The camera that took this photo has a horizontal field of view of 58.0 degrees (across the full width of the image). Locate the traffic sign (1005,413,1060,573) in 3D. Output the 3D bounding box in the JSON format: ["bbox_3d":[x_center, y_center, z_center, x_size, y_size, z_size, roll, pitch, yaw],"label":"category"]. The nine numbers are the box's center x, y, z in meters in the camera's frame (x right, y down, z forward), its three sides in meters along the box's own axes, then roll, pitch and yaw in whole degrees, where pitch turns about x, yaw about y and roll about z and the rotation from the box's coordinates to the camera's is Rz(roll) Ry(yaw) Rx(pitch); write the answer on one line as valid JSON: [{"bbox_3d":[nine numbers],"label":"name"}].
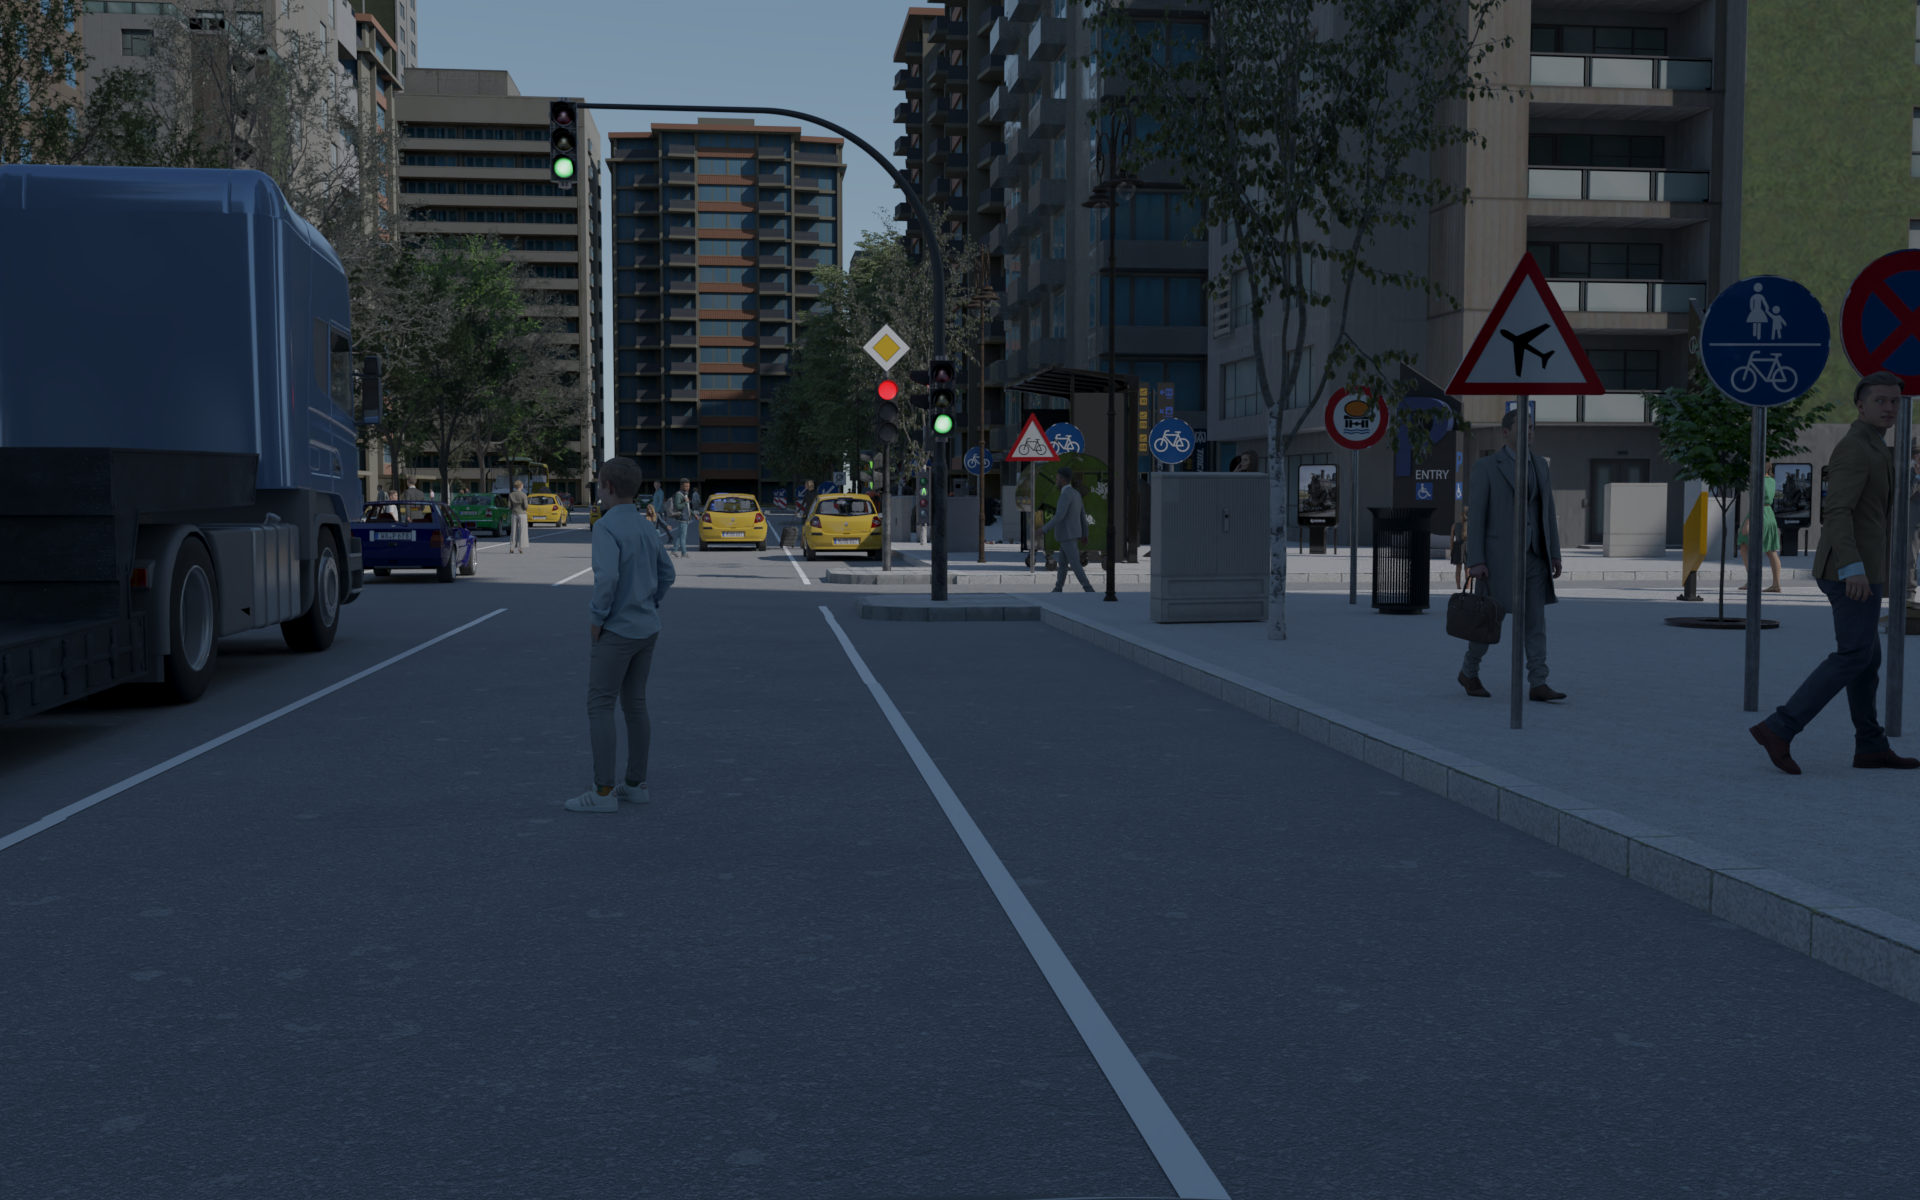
[{"bbox_3d":[1.172,-1.712,27.997,0.884,2.594,0.081,0,4,3],"label":"traffic sign"}]

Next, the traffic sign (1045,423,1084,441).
[{"bbox_3d":[1.838,-1.890,31.008,0.768,2.556,0.104,0,4,0],"label":"traffic sign"}]

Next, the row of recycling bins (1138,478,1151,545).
[{"bbox_3d":[4.830,-2.287,44.508,3.534,1.692,1.069,-3,5,-39],"label":"row of recycling bins"}]

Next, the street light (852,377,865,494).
[{"bbox_3d":[-3.976,-5.795,67.544,0.468,5.910,1.993,0,4,-7],"label":"street light"}]

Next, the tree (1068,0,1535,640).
[{"bbox_3d":[2.762,-3.940,14.783,4.360,8.622,3.978,0,3,0],"label":"tree"}]

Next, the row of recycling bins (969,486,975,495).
[{"bbox_3d":[0.511,-5.052,89.713,1.069,1.692,3.534,0,4,-1],"label":"row of recycling bins"}]

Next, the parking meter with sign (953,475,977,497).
[{"bbox_3d":[0.062,-5.494,86.093,1.738,3.016,0.543,2,4,28],"label":"parking meter with sign"}]

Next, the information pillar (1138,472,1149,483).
[{"bbox_3d":[6.176,-3.288,58.255,0.304,2.012,0.304,0,4,-2],"label":"information pillar"}]

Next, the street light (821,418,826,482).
[{"bbox_3d":[-8.104,-7.953,102.824,0.468,5.910,1.993,0,4,-7],"label":"street light"}]

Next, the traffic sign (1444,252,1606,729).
[{"bbox_3d":[3.044,-0.575,9.404,0.884,2.594,0.081,0,4,-4],"label":"traffic sign"}]

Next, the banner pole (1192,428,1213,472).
[{"bbox_3d":[8.198,-4.159,58.009,0.863,3.779,0.401,0,4,-5],"label":"banner pole"}]

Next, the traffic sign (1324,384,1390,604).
[{"bbox_3d":[4.581,-1.223,20.105,0.768,2.556,0.104,0,4,-2],"label":"traffic sign"}]

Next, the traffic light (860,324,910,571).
[{"bbox_3d":[-1.237,-2.434,28.723,0.839,4.253,0.868,0,4,-7],"label":"traffic light"}]

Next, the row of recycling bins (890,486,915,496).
[{"bbox_3d":[-2.984,-5.003,88.904,1.069,1.692,3.534,1,4,10],"label":"row of recycling bins"}]

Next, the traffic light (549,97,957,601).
[{"bbox_3d":[-2.343,-2.797,20.404,4.771,5.953,1.251,0,4,-7],"label":"traffic light"}]

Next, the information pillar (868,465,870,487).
[{"bbox_3d":[-5.283,-6.850,103.355,0.183,3.616,0.504,2,4,35],"label":"information pillar"}]

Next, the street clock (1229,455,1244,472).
[{"bbox_3d":[5.286,-1.701,32.385,0.471,2.002,0.358,3,4,39],"label":"street clock"}]

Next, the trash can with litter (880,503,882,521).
[{"bbox_3d":[-3.332,-3.588,70.055,0.624,1.170,1.055,-2,4,-35],"label":"trash can with litter"}]

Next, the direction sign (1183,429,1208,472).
[{"bbox_3d":[8.173,-4.174,60.240,0.876,3.537,0.379,2,4,25],"label":"direction sign"}]

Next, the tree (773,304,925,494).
[{"bbox_3d":[-5.604,-10.159,91.861,9.928,11.665,9.643,0,3,0],"label":"tree"}]

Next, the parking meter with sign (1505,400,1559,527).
[{"bbox_3d":[10.969,-2.252,33.080,0.543,3.016,1.738,3,4,37],"label":"parking meter with sign"}]

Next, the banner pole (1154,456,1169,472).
[{"bbox_3d":[6.950,-4.222,59.051,0.863,3.779,0.401,3,5,42],"label":"banner pole"}]

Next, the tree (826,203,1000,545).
[{"bbox_3d":[-1.154,-5.674,43.137,4.360,8.622,3.978,0,3,0],"label":"tree"}]

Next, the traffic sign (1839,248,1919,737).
[{"bbox_3d":[4.945,-0.550,9.100,0.768,2.556,0.104,0,4,-3],"label":"traffic sign"}]

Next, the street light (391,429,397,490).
[{"bbox_3d":[-32.411,-7.707,98.800,0.468,5.910,1.993,0,4,-7],"label":"street light"}]

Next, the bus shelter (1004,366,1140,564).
[{"bbox_3d":[2.178,-2.671,34.960,1.731,3.624,6.357,0,4,-7],"label":"bus shelter"}]

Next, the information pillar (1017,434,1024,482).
[{"bbox_3d":[2.382,-4.639,67.203,0.183,3.616,0.504,3,5,43],"label":"information pillar"}]

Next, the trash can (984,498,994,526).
[{"bbox_3d":[1.031,-3.540,69.528,0.748,1.137,0.748,0,3,0],"label":"trash can"}]

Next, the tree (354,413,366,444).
[{"bbox_3d":[-30.821,-8.153,83.664,4.360,8.622,3.978,0,3,0],"label":"tree"}]

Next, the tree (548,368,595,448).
[{"bbox_3d":[-22.805,-9.263,88.313,8.767,10.594,7.601,0,4,-7],"label":"tree"}]

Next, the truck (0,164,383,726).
[{"bbox_3d":[-6.000,-1.151,8.570,2.967,4.110,18.799,0,4,-8],"label":"truck"}]

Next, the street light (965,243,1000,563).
[{"bbox_3d":[0.407,-3.632,32.163,0.468,5.910,1.993,0,4,-7],"label":"street light"}]

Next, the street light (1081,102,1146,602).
[{"bbox_3d":[1.803,-2.923,20.578,0.468,5.910,1.993,0,4,-7],"label":"street light"}]

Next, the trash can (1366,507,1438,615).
[{"bbox_3d":[4.731,-0.423,18.570,0.748,1.137,0.748,0,3,0],"label":"trash can"}]

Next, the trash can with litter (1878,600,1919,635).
[{"bbox_3d":[8.992,-0.269,15.781,1.055,1.170,0.624,0,4,1],"label":"trash can with litter"}]

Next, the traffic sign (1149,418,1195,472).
[{"bbox_3d":[3.549,-1.773,29.094,0.768,2.556,0.104,0,4,3],"label":"traffic sign"}]

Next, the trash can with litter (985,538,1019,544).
[{"bbox_3d":[0.660,-2.042,44.444,2.233,1.210,1.678,0,4,3],"label":"trash can with litter"}]

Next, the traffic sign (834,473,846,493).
[{"bbox_3d":[-5.599,-4.804,80.671,0.606,2.300,0.079,0,4,2],"label":"traffic sign"}]

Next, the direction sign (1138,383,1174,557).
[{"bbox_3d":[3.922,-2.647,35.271,0.876,3.537,0.379,-1,4,-9],"label":"direction sign"}]

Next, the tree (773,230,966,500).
[{"bbox_3d":[-3.623,-9.555,74.357,7.486,12.596,7.792,0,3,0],"label":"tree"}]

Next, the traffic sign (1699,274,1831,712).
[{"bbox_3d":[4.679,-0.615,10.168,0.768,2.556,0.104,0,4,-1],"label":"traffic sign"}]

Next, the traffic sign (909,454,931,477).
[{"bbox_3d":[-1.274,-3.320,54.386,0.768,2.556,0.104,0,4,3],"label":"traffic sign"}]

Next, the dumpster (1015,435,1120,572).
[{"bbox_3d":[1.822,-1.648,29.438,1.502,2.255,1.985,0,4,-7],"label":"dumpster"}]

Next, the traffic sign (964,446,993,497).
[{"bbox_3d":[0.495,-2.830,46.378,0.768,2.556,0.104,0,4,-1],"label":"traffic sign"}]

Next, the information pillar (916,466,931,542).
[{"bbox_3d":[-0.967,-2.536,45.959,0.304,2.012,0.304,-1,4,-20],"label":"information pillar"}]

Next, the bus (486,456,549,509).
[{"bbox_3d":[-29.601,-7.648,116.592,2.896,3.916,12.252,0,4,-8],"label":"bus"}]

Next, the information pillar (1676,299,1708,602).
[{"bbox_3d":[8.785,-1.792,20.649,0.183,3.616,0.504,0,4,0],"label":"information pillar"}]
